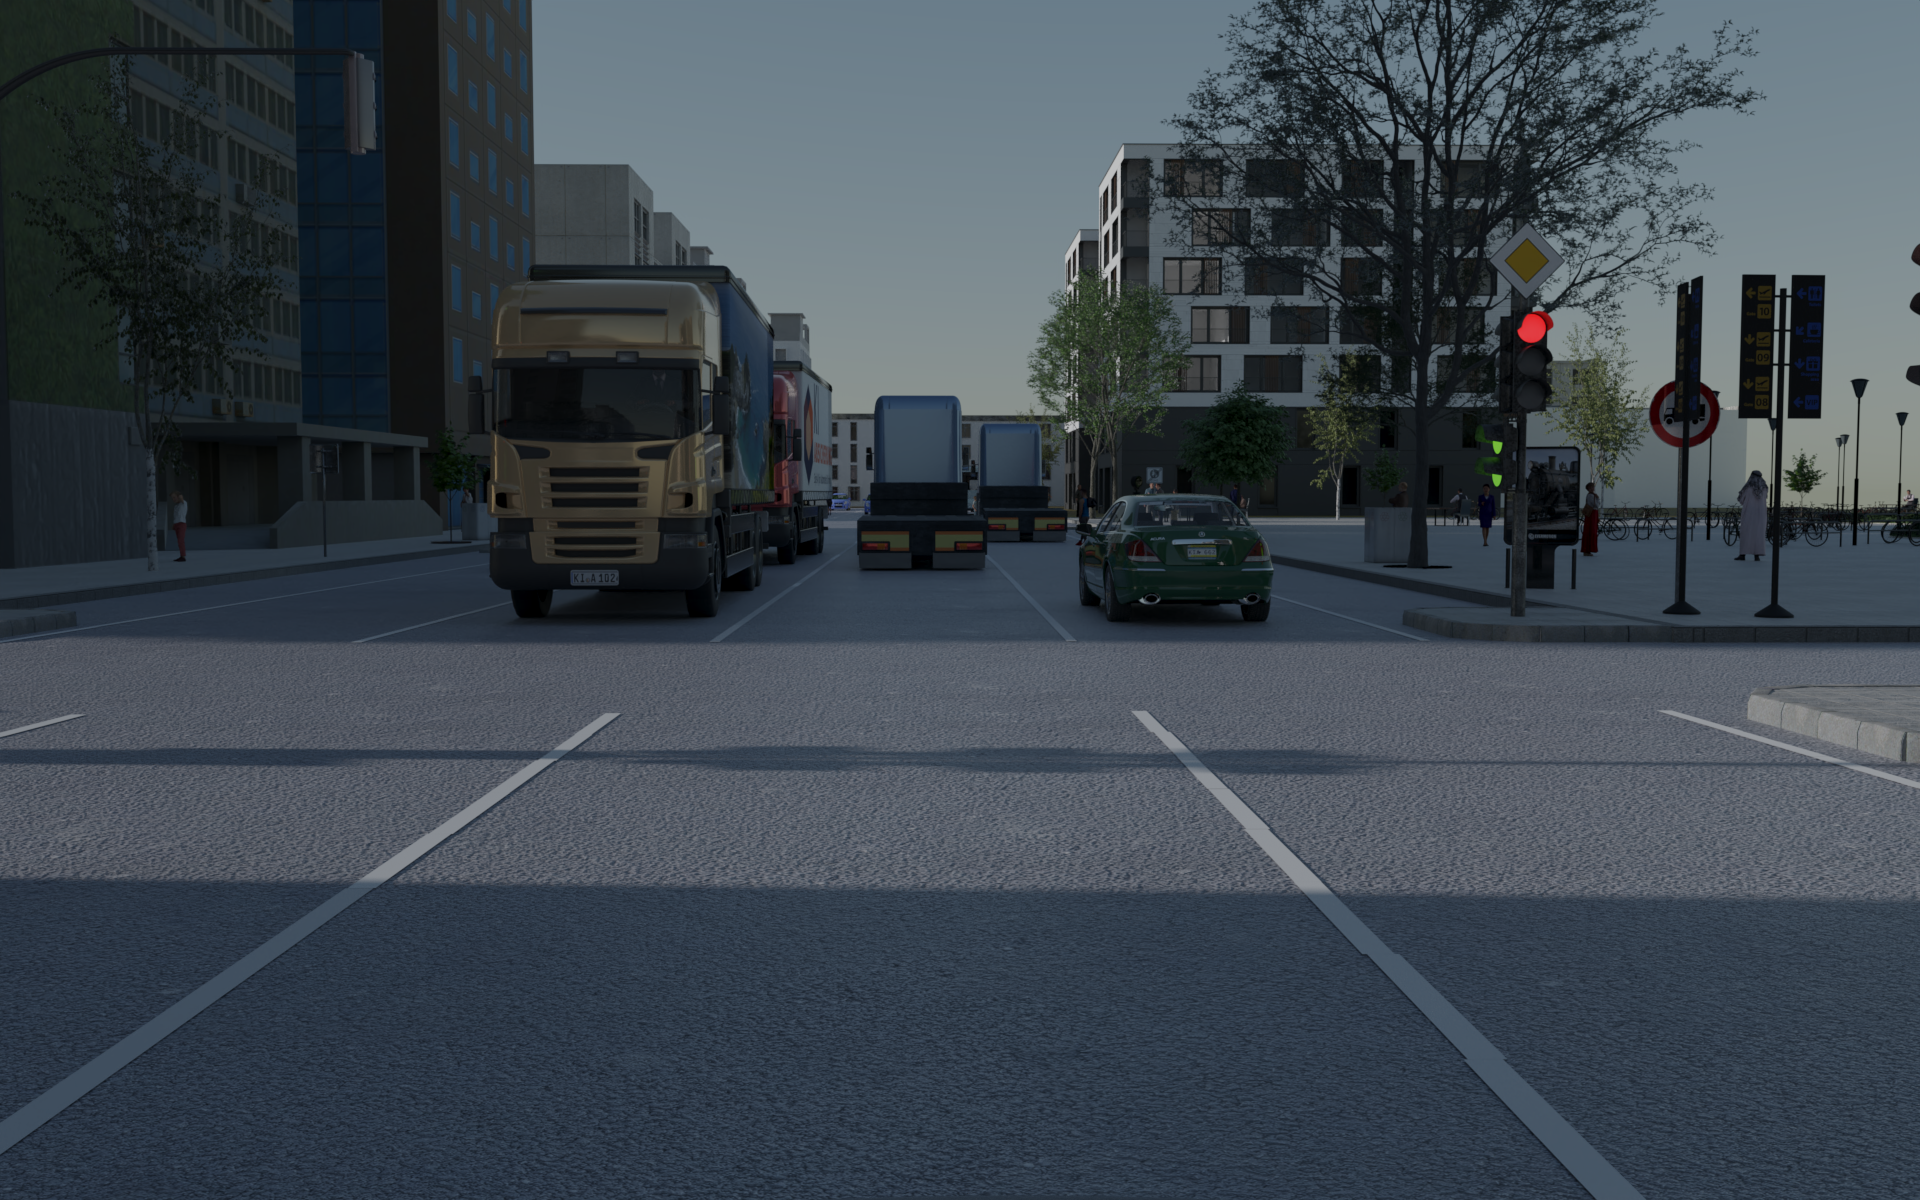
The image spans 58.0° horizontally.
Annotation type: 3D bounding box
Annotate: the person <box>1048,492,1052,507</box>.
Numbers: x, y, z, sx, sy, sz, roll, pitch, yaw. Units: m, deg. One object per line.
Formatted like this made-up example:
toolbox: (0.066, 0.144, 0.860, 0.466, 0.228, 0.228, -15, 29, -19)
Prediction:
person: (8.577, -9.997, 169.494, 0.705, 1.824, 1.348, 2, 4, 33)

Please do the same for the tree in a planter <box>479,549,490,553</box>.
tree in a planter: (-10.730, -2.802, 43.038, 1.991, 3.239, 1.994, 0, 4, -1)

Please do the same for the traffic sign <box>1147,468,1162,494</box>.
traffic sign: (7.495, -3.956, 66.802, 0.606, 2.300, 0.079, 0, 4, 1)

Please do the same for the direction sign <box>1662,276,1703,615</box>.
direction sign: (7.736, -1.619, 18.462, 0.379, 3.537, 0.876, 0, 4, 8)

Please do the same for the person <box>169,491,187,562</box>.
person: (-14.862, -1.407, 32.958, 0.435, 1.345, 0.340, 2, 4, 32)

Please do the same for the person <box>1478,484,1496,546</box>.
person: (12.927, -2.082, 42.458, 0.453, 1.535, 0.546, 0, 4, -7)

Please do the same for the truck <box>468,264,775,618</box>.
truck: (-4.124, -2.116, 23.506, 2.839, 4.237, 11.283, 0, 4, -2)

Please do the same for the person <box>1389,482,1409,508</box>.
person: (9.784, -1.855, 38.635, 0.388, 1.546, 0.482, 2, 4, 35)

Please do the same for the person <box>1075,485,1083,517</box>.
person: (6.630, -5.498, 96.069, 0.705, 1.807, 1.348, 2, 4, 25)

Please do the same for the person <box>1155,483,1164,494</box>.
person: (8.129, -4.010, 72.141, 0.750, 1.759, 0.617, 0, 4, 2)

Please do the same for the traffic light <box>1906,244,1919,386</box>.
traffic light: (3.904, -2.155, 9.897, 4.771, 5.953, 1.251, 0, 4, -1)

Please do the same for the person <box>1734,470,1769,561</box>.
person: (15.278, -1.628, 33.335, 0.551, 1.740, 0.621, -1, 4, -12)

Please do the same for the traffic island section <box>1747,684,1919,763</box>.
traffic island section: (6.034, 0.739, 10.195, 2.009, 0.180, 2.903, 0, 4, -1)

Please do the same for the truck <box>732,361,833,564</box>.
truck: (-4.511, -3.045, 38.701, 2.839, 4.237, 11.283, 0, 4, 0)

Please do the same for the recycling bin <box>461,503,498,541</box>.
recycling bin: (-13.386, -2.185, 48.274, 0.722, 1.027, 0.722, 3, 4, 37)

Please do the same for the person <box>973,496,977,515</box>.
person: (0.856, -4.386, 84.115, 0.340, 1.345, 0.435, 3, 4, 37)

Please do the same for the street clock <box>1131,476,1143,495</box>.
street clock: (6.989, -3.913, 68.549, 0.471, 2.002, 0.358, -3, 5, -44)

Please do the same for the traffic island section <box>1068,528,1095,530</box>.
traffic island section: (4.840, -2.904, 70.350, 1.991, 0.108, 1.994, 0, 4, -1)

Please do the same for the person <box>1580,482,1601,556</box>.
person: (13.033, -1.668, 35.779, 0.387, 1.526, 0.523, 1, 4, 19)

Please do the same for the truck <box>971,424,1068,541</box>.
truck: (1.931, -4.311, 60.236, 2.967, 4.110, 18.799, 0, 4, 0)

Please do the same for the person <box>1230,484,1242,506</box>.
person: (12.619, -4.430, 79.178, 0.576, 1.737, 0.504, 1, 4, 19)

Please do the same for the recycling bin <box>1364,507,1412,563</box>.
recycling bin: (8.028, -1.218, 32.471, 0.722, 1.027, 0.722, 0, 4, -3)

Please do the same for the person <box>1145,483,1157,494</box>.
person: (8.051, -4.087, 72.997, 0.598, 1.807, 0.434, 1, 4, 13)

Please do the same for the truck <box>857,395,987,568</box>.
truck: (-0.975, -3.161, 41.436, 2.967, 4.110, 18.799, 0, 4, -2)

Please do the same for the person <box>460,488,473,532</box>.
person: (-15.537, -2.825, 54.699, 0.387, 1.526, 0.523, 2, 4, 25)

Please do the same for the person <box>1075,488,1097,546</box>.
person: (3.455, -2.303, 48.028, 0.662, 1.594, 0.647, 2, 4, 28)

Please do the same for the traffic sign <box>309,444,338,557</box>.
traffic sign: (-12.953, -2.028, 35.287, 0.606, 2.300, 0.079, 0, 4, 6)

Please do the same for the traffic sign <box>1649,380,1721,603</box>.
traffic sign: (7.985, -1.166, 19.176, 0.768, 2.556, 0.104, 0, 4, 4)

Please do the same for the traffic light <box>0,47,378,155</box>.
traffic light: (-8.432, -2.638, 17.803, 4.771, 5.953, 1.251, 0, 4, -1)

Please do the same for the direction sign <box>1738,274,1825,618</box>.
direction sign: (8.492, -1.588, 17.960, 0.876, 3.537, 0.379, 0, 4, -4)

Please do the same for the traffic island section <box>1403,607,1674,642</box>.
traffic island section: (5.877, 0.251, 18.178, 2.009, 0.180, 2.903, 0, 4, -1)

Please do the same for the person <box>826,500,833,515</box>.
person: (-8.862, -6.459, 117.332, 0.421, 1.427, 0.697, -1, 4, -12)

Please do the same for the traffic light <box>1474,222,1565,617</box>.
traffic light: (5.836, -1.782, 18.063, 0.839, 4.253, 0.868, 0, 4, -1)

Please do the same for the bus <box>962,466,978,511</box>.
bus: (0.844, -7.750, 121.579, 2.948, 3.499, 13.247, 0, 4, -2)
